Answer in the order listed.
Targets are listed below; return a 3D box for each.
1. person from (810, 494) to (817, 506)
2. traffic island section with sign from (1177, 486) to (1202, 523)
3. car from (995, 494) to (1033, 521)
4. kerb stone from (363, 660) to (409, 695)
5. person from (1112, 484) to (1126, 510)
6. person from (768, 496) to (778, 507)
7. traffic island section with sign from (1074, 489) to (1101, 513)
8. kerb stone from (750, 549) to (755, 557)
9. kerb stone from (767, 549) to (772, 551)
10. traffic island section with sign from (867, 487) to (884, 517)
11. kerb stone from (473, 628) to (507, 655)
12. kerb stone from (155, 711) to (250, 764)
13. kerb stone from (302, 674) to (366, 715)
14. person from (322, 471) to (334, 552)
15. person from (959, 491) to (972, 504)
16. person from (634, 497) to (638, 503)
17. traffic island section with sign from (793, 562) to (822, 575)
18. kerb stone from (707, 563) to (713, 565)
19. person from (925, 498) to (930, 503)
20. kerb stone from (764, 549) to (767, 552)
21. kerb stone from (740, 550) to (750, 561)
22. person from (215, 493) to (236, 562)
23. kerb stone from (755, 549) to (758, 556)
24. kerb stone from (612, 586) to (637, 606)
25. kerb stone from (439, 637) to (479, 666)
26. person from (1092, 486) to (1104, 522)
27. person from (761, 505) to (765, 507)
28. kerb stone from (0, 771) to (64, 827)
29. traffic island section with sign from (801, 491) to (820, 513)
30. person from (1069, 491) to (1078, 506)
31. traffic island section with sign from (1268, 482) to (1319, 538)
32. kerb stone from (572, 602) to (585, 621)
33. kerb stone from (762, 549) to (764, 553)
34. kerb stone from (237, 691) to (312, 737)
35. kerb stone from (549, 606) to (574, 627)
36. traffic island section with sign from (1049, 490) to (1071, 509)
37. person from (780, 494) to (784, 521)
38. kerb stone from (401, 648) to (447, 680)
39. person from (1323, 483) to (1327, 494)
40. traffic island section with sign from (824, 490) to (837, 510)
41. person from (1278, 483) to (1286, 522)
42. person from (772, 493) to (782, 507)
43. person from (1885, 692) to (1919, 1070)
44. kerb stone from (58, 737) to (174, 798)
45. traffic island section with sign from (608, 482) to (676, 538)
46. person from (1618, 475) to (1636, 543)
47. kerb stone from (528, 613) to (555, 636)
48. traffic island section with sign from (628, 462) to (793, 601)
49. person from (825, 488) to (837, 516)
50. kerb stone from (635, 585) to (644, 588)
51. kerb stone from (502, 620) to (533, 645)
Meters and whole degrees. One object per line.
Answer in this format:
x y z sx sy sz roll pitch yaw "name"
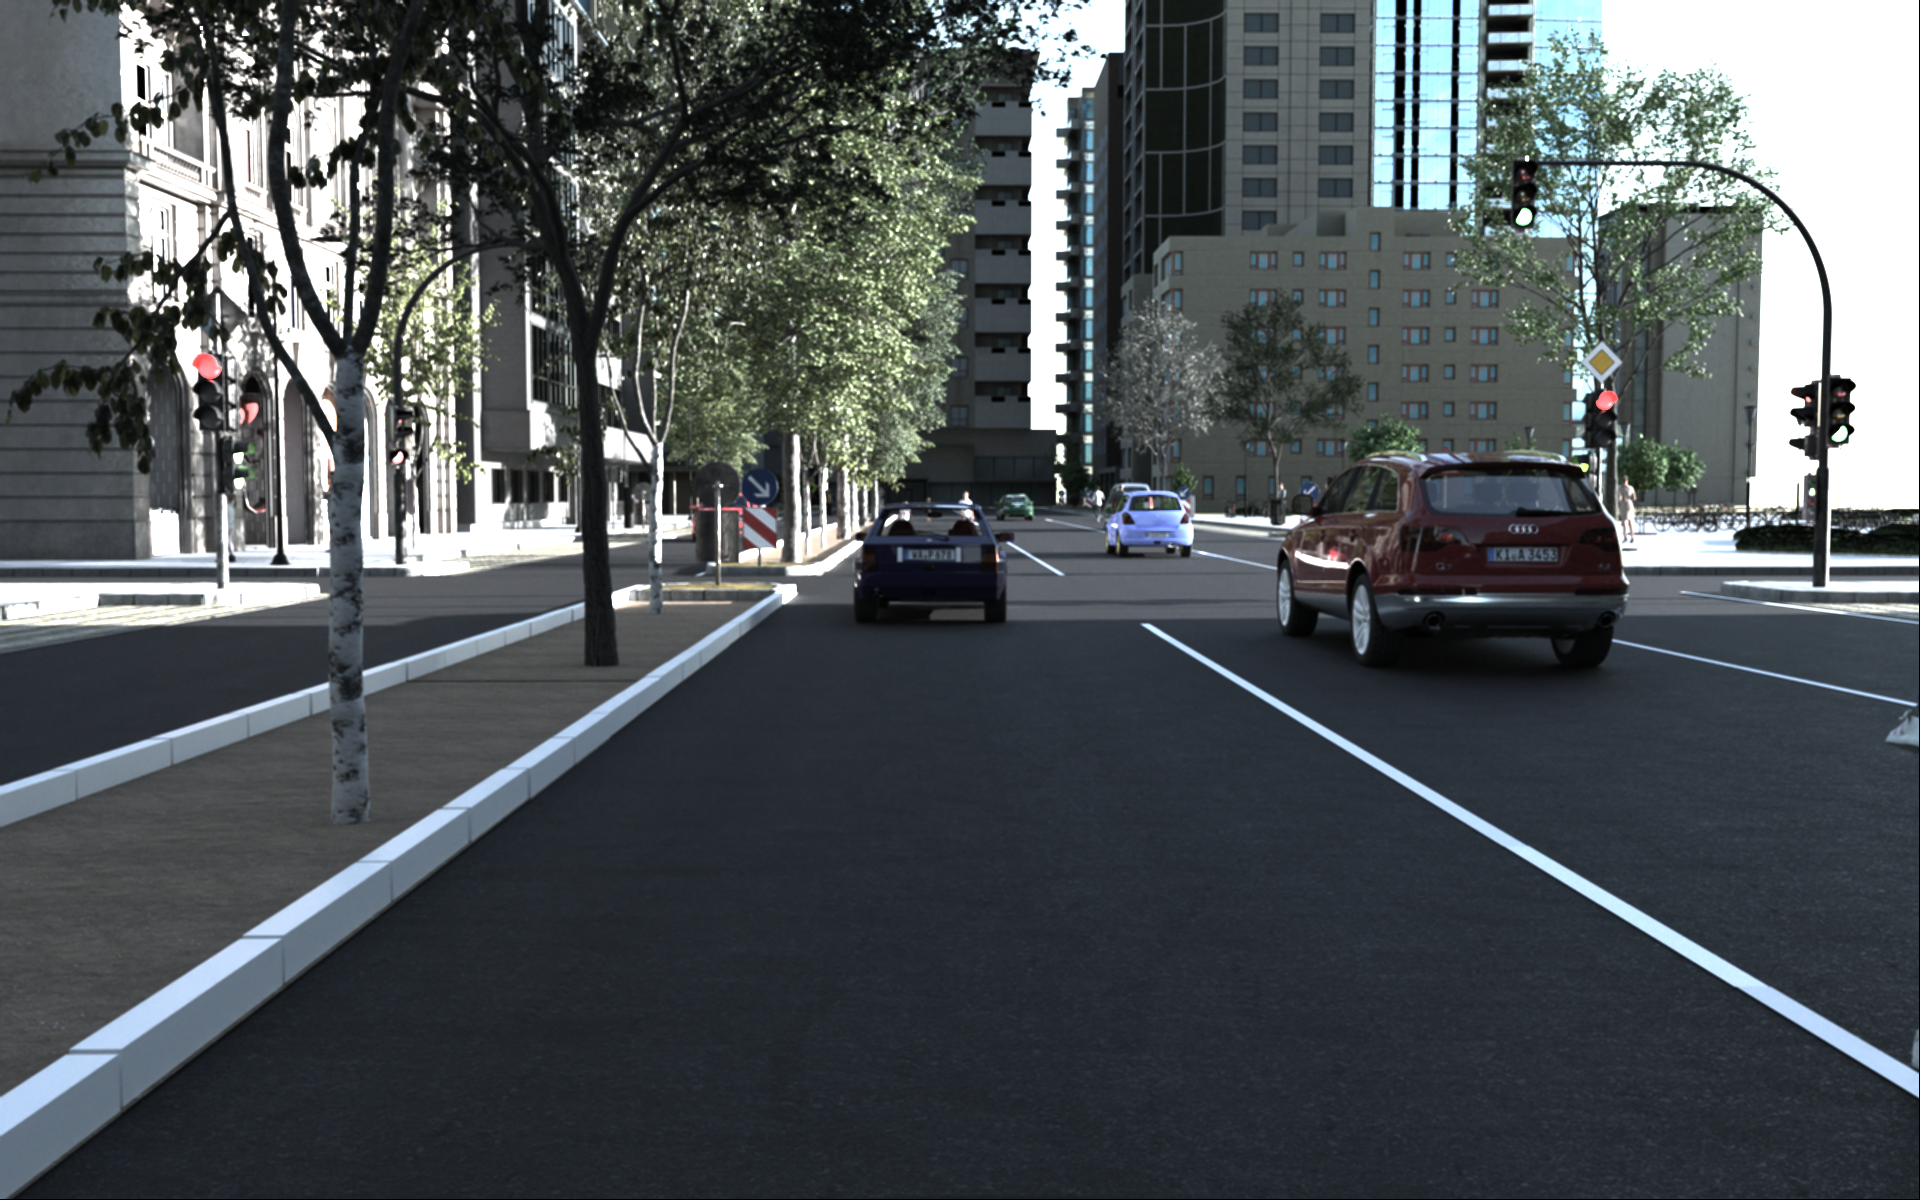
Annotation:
-16.073 -11.034 188.840 0.705 1.831 1.348 -3 4 -38 "person"
10.750 -4.665 84.897 1.989 1.847 2.006 0 4 -1 "traffic island section with sign"
2.998 -5.084 94.922 2.131 1.459 4.920 0 4 -2 "car"
-4.268 0.582 12.687 0.120 0.150 1.000 0 4 -1 "kerb stone"
6.159 -3.526 66.328 0.661 1.801 0.590 1 4 20 "person"
-15.646 -8.335 143.137 1.217 1.723 0.721 0 4 8 "person"
9.804 -7.648 133.678 1.989 1.847 2.006 0 4 -1 "traffic island section with sign"
-4.762 -1.017 38.825 0.120 0.150 1.000 0 4 -1 "kerb stone"
-4.867 -1.331 43.950 0.120 0.150 1.000 0 4 -1 "kerb stone"
-5.003 -6.012 106.436 2.006 1.907 1.989 0 4 -1 "traffic island section with sign"
-4.324 0.394 15.761 0.120 0.150 1.000 0 4 -1 "kerb stone"
-4.208 0.770 9.605 0.120 0.150 1.000 0 4 -1 "kerb stone"
-4.243 0.645 11.658 0.120 0.150 1.000 0 4 -1 "kerb stone"
-13.838 -1.956 38.201 0.511 1.800 0.466 2 4 23 "person"
0.219 -2.475 51.554 0.503 1.515 0.523 -3 5 -40 "person"
-16.804 -4.871 89.960 0.394 1.301 0.425 0 4 5 "person"
-3.556 -1.417 31.311 2.006 1.907 1.989 0 4 -1 "traffic island section with sign"
-4.646 -0.641 32.674 0.120 0.150 1.000 0 4 -1 "kerb stone"
-1.732 -4.814 91.878 0.362 1.253 0.373 -2 4 -24 "person"
-4.826 -1.202 41.896 0.120 0.150 1.000 0 4 -1 "kerb stone"
-4.746 -0.953 37.800 0.120 0.150 1.000 0 4 -1 "kerb stone"
-13.838 -1.364 32.626 0.394 1.301 0.425 -1 4 -15 "person"
-4.789 -1.080 39.852 0.120 0.150 1.000 0 4 -1 "kerb stone"
-4.458 -0.045 22.935 0.120 0.150 1.000 0 4 -1 "kerb stone"
-4.303 0.456 14.739 0.120 0.150 1.000 0 4 -1 "kerb stone"
7.109 -4.938 89.085 0.661 1.843 0.795 -1 4 -19 "person"
-7.036 -3.200 61.157 0.599 1.781 0.374 -3 4 -38 "person"
-4.161 0.898 7.551 0.120 0.150 1.000 0 4 -1 "kerb stone"
-11.804 -7.624 133.276 1.989 1.847 2.006 0 4 -1 "traffic island section with sign"
11.895 -10.641 180.735 1.217 1.736 0.721 3 5 44 "person"
11.273 -2.974 57.251 1.989 1.847 2.006 0 4 -1 "traffic island section with sign"
-4.392 0.143 19.863 0.120 0.150 1.000 0 4 -1 "kerb stone"
-4.804 -1.141 40.874 0.120 0.150 1.000 0 4 -1 "kerb stone"
-4.229 0.708 10.627 0.120 0.150 1.000 0 4 -1 "kerb stone"
-4.387 0.206 18.832 0.120 0.150 1.000 0 4 -1 "kerb stone"
9.284 -9.350 161.492 1.989 1.847 2.006 0 4 -1 "traffic island section with sign"
-9.209 -5.124 92.186 0.836 1.842 0.656 -2 4 -27 "person"
-4.279 0.519 13.709 0.120 0.150 1.000 0 4 -1 "kerb stone"
15.879 -4.157 74.439 0.534 1.772 0.576 2 4 32 "person"
-12.330 -9.272 160.226 1.989 1.847 2.006 0 4 -1 "traffic island section with sign"
14.858 -4.541 80.559 0.520 1.790 0.573 3 5 42 "person"
-14.621 -7.933 136.574 1.217 1.723 0.721 -2 4 -26 "person"
2.568 0.259 4.242 0.573 1.828 0.580 0 4 5 "person"
-4.186 0.835 8.575 0.120 0.150 1.000 0 4 -1 "kerb stone"
-10.345 -2.929 56.515 1.989 1.847 2.006 0 4 -1 "traffic island section with sign"
17.346 -2.370 45.131 0.599 1.781 0.374 -1 4 -16 "person"
-4.355 0.269 17.805 0.120 0.150 1.000 0 4 -1 "kerb stone"
-3.424 -0.964 23.905 2.006 1.907 1.989 0 4 -1 "traffic island section with sign"
-8.534 -6.394 113.134 0.705 1.812 1.348 3 5 40 "person"
-4.482 -0.105 23.960 0.120 0.150 1.000 0 4 -1 "kerb stone"
-4.343 0.331 16.783 0.120 0.150 1.000 0 4 -1 "kerb stone"
